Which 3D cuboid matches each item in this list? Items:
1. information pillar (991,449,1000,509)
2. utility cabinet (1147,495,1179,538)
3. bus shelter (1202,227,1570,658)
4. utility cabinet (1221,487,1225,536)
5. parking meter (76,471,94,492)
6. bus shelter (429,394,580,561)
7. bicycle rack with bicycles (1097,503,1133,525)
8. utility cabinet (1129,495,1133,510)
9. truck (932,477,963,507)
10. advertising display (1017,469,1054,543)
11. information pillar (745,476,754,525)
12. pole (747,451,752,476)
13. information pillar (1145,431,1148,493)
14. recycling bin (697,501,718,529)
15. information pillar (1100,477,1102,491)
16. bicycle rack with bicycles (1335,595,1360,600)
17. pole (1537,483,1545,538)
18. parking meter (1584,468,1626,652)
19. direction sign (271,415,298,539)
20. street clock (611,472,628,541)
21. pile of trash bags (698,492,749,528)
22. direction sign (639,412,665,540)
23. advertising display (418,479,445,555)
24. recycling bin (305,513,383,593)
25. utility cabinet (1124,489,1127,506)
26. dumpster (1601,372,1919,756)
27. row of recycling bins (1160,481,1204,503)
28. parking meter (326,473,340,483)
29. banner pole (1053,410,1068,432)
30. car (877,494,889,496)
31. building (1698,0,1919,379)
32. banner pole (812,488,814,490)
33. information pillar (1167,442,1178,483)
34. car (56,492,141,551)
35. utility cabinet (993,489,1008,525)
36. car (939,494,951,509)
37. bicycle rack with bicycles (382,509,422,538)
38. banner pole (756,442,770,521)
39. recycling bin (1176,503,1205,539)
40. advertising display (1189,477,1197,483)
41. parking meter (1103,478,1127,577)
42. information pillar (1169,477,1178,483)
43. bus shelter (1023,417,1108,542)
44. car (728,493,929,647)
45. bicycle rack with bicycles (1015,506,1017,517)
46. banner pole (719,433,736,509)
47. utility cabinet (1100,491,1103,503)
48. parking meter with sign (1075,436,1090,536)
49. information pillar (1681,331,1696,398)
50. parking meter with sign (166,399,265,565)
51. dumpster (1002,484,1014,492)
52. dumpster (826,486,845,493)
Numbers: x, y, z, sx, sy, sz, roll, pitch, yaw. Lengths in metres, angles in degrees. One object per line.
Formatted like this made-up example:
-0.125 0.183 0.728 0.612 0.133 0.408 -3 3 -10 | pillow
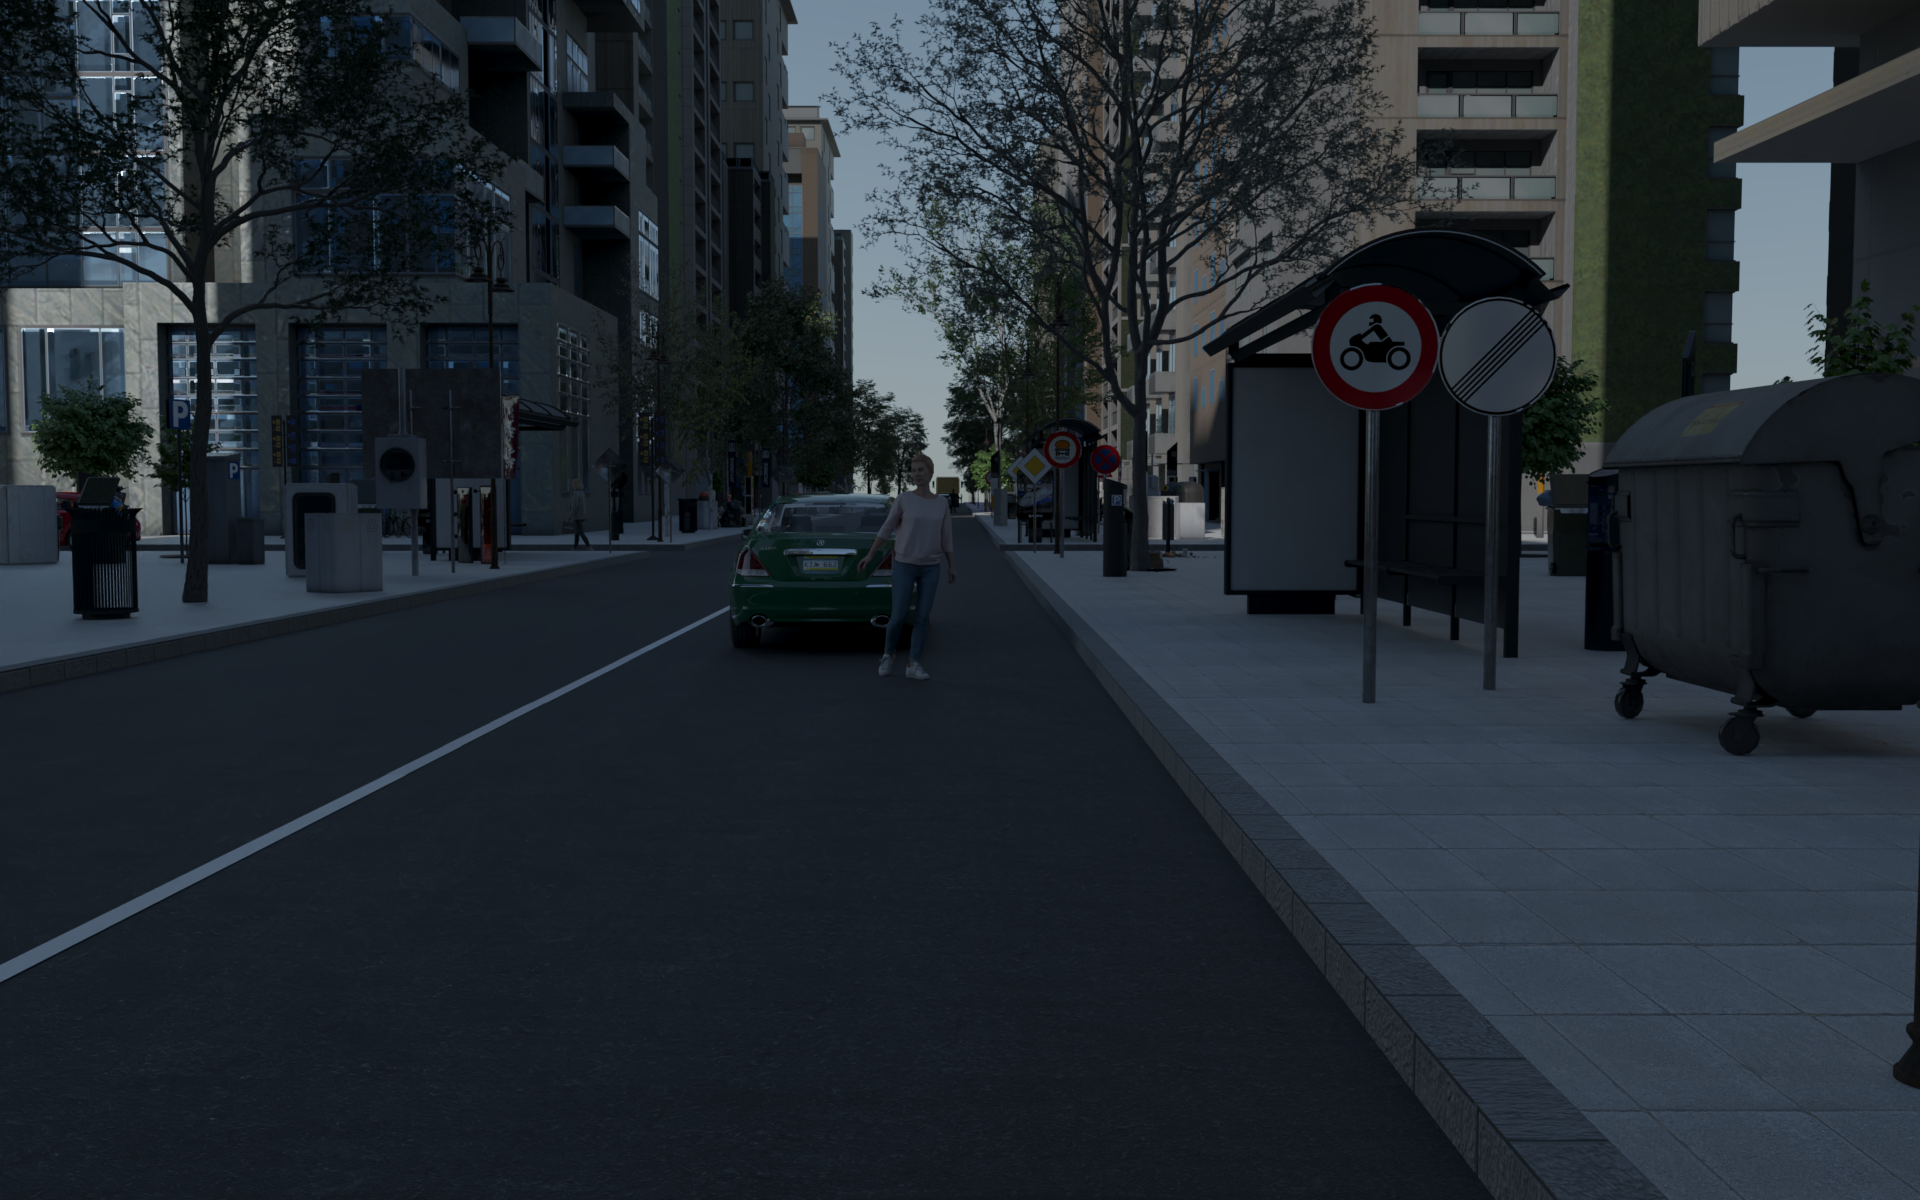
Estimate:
1.836 -5.996 89.392 0.504 3.616 0.183 0 4 -3 | information pillar
5.909 -2.440 51.051 1.020 1.237 0.306 2 4 28 | utility cabinet
3.606 -1.345 15.920 2.014 3.302 5.546 0 3 0 | bus shelter
8.025 -2.653 52.051 0.318 1.500 1.173 0 4 4 | utility cabinet
-22.548 -2.385 44.701 0.399 1.863 0.255 -3 5 -45 | parking meter
-9.416 -2.552 35.651 2.014 3.302 5.546 0 4 0 | bus shelter
6.172 -3.656 73.154 2.852 0.926 2.925 -3 4 -38 | bicycle rack with bicycles
8.414 -4.262 80.843 1.020 1.237 0.306 2 4 24 | utility cabinet
-1.352 -11.942 191.181 3.469 3.379 9.791 0 4 -1 | truck
1.967 -2.450 45.269 0.974 1.923 0.123 0 4 0 | advertising display
-8.711 -4.102 71.562 0.304 2.012 0.304 0 4 6 | information pillar
-10.015 -5.425 82.549 0.158 3.312 0.155 0 3 0 | pole
6.902 -4.471 64.450 0.183 3.616 0.504 0 4 -3 | information pillar
-9.330 -3.095 63.160 0.722 1.027 0.722 3 4 37 | recycling bin
9.786 -7.778 118.528 0.504 3.616 0.183 1 4 19 | information pillar
5.462 -0.516 21.816 2.925 0.926 2.852 1 4 14 | bicycle rack with bicycles
16.947 -3.464 50.486 0.158 3.312 0.155 0 3 0 | pole
5.347 -0.357 14.243 0.372 1.533 0.369 0 3 0 | parking meter
-19.411 -3.537 49.821 0.876 3.537 0.379 1 4 21 | direction sign
-9.533 -2.641 47.753 0.471 2.002 0.358 3 5 44 | street clock
-9.313 -3.454 66.233 1.912 1.369 3.447 0 4 8 | pile of trash bags
-8.532 -3.428 48.047 0.876 3.537 0.379 2 4 27 | direction sign
-11.328 -1.943 36.989 0.123 1.923 0.974 2 4 24 | advertising display
-8.111 -0.627 22.803 0.722 1.027 0.722 3 4 37 | recycling bin
4.930 -2.735 53.394 0.318 1.500 1.173 0 4 -2 | utility cabinet
4.331 -0.207 9.140 1.264 1.857 1.865 0 4 0 | dumpster
7.341 -3.053 57.024 1.069 1.692 3.534 0 4 -4 | row of recycling bins
-17.122 -2.545 47.327 0.255 1.863 0.399 -3 5 -43 | parking meter
2.965 -3.770 51.659 0.401 3.779 0.863 -2 4 -35 | banner pole
-5.446 -6.398 116.412 2.131 1.459 4.920 0 4 0 | car
25.591 -26.016 14.595 28.713 52.752 27.495 0 3 0 | building
-10.510 -7.978 120.453 0.863 3.779 0.401 -1 4 -12 | banner pole
9.516 -5.278 77.647 0.504 3.616 0.183 1 4 19 | information pillar
-22.062 -1.983 41.464 4.494 1.783 2.155 0 4 0 | car
1.652 -3.765 70.238 0.318 1.500 1.173 -1 4 -13 | utility cabinet
-1.609 -9.581 168.653 2.014 1.417 4.499 0 4 1 | car
-16.613 -2.329 51.461 2.852 0.926 2.925 -3 4 -37 | bicycle rack with bicycles
-9.406 -5.676 82.815 0.863 3.779 0.401 2 4 33 | banner pole
6.567 -2.250 49.347 0.722 1.027 0.722 0 4 -2 | recycling bin
8.623 -3.608 64.204 0.123 1.923 0.974 0 4 -2 | advertising display
2.409 -1.130 26.880 0.372 1.533 0.369 0 3 0 | parking meter
8.980 -4.190 72.995 0.304 2.012 0.304 2 4 30 | information pillar
2.876 -3.334 48.427 2.014 3.302 5.546 0 3 0 | bus shelter
-1.233 -0.356 17.625 2.131 1.459 4.920 0 3 0 | car
3.409 -5.138 97.393 2.925 0.926 2.852 -1 4 -10 | bicycle rack with bicycles
-9.392 -4.926 70.565 0.863 3.779 0.401 3 5 42 | banner pole
8.688 -5.765 102.941 0.318 1.500 1.173 -1 4 -18 | utility cabinet
3.789 -3.480 53.155 0.543 3.016 1.738 0 4 -3 | parking meter with sign
10.414 -2.047 24.823 0.183 3.616 0.504 2 4 34 | information pillar
-13.581 -2.168 31.704 1.738 3.016 0.543 1 4 16 | parking meter with sign
3.551 -7.097 118.537 1.502 2.255 1.985 0 3 0 | dumpster
-8.507 -6.875 118.169 1.264 1.857 1.865 0 3 0 | dumpster
